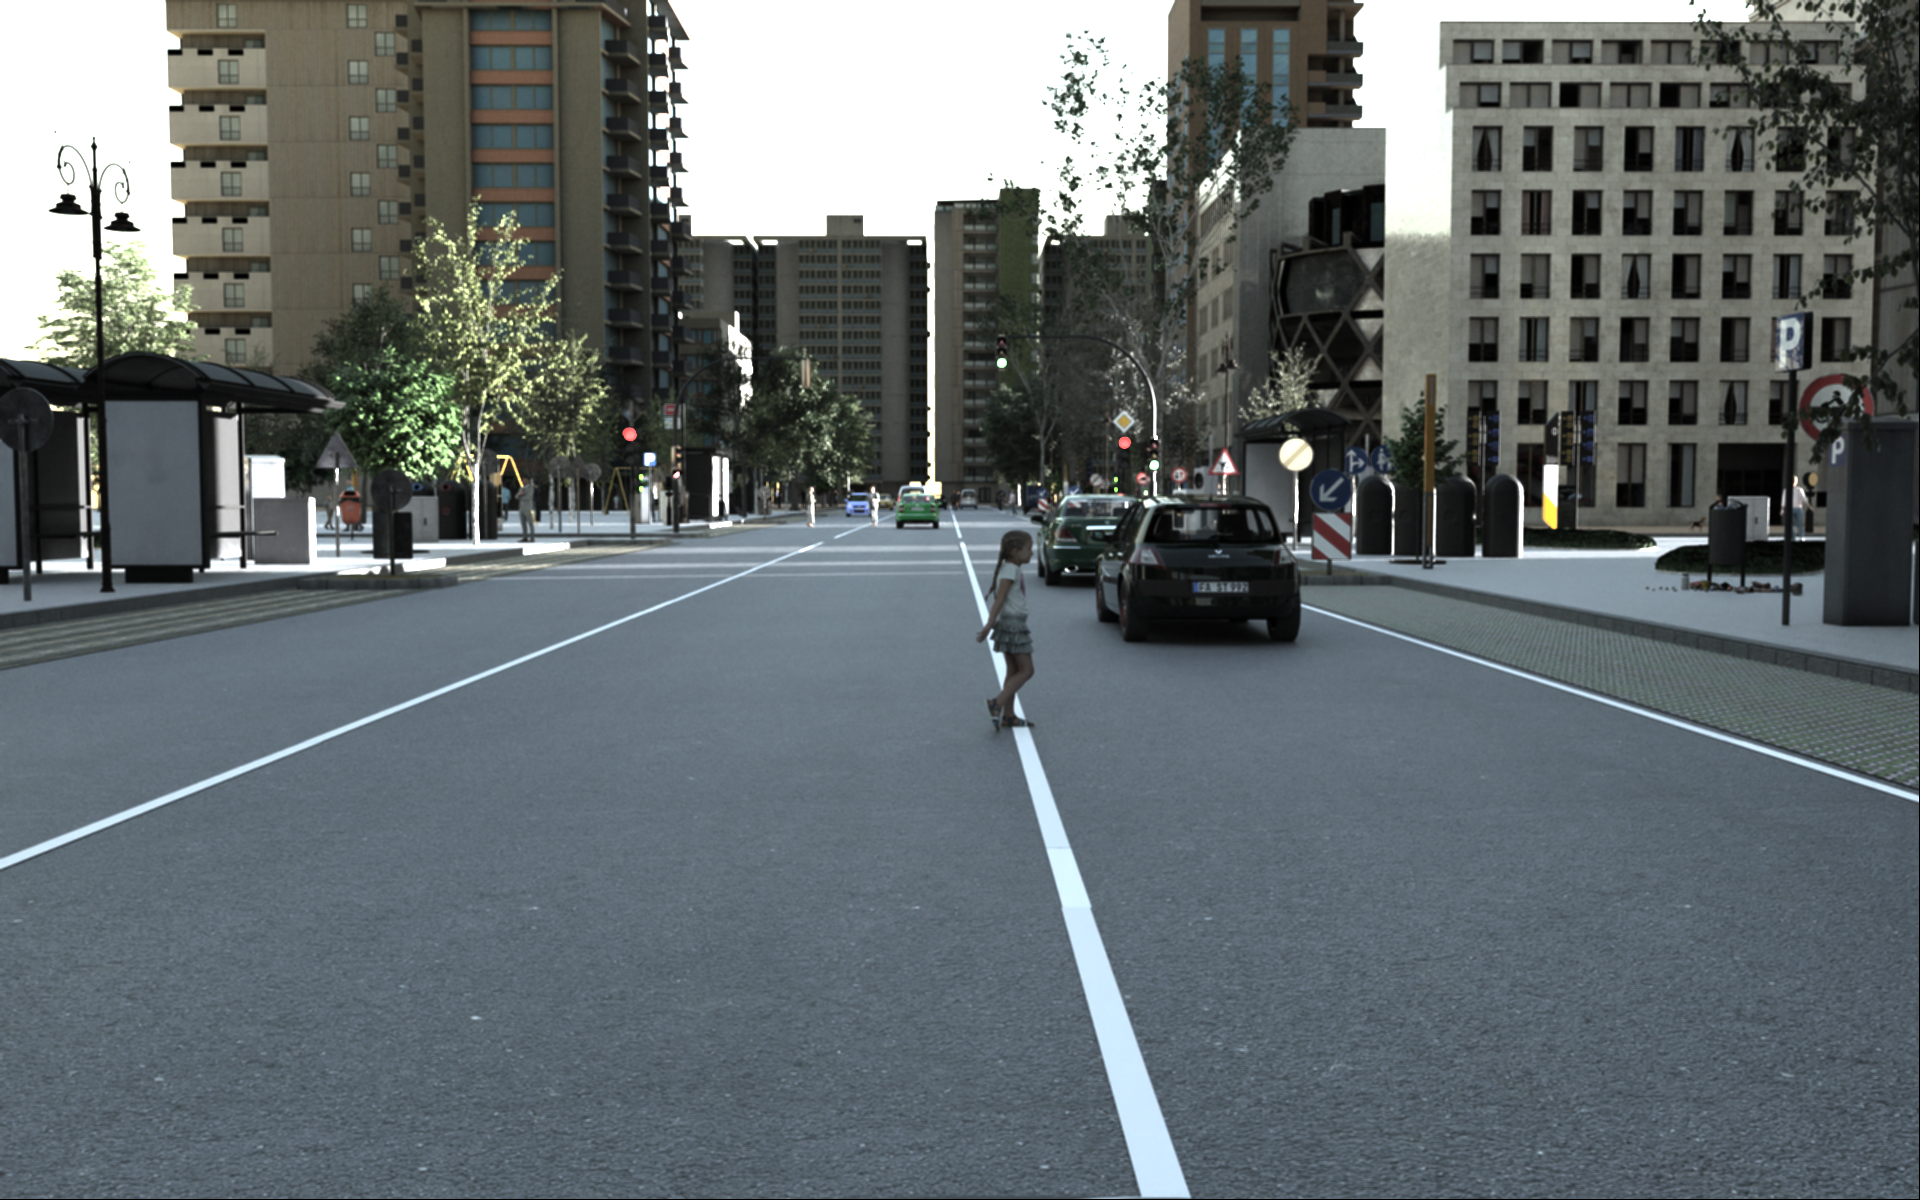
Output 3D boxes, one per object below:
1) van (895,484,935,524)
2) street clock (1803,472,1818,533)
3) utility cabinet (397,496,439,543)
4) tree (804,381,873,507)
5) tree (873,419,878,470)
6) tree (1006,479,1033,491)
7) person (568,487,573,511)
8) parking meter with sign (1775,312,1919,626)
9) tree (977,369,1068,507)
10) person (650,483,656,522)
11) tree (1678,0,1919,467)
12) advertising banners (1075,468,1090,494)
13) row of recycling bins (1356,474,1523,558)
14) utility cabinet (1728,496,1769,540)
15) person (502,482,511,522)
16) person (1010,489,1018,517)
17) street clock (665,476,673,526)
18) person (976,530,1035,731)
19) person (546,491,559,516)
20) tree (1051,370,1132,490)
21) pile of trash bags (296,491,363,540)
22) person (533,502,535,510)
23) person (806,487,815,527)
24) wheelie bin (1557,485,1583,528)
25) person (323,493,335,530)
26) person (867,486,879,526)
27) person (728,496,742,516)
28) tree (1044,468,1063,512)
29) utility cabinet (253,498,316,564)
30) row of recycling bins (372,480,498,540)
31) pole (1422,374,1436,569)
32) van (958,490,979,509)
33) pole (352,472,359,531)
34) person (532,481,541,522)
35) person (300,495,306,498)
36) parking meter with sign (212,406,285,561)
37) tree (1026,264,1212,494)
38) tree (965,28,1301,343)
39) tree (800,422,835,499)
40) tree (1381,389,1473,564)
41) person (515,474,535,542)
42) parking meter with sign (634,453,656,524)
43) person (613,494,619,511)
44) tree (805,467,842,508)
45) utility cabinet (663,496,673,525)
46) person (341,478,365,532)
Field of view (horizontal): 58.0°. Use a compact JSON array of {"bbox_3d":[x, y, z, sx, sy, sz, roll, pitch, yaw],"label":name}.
[{"bbox_3d":[-2.232,-4.766,84.934,2.013,2.044,4.112,0,4,1],"label":"van"},{"bbox_3d":[28.201,-3.235,57.465,0.471,2.002,0.358,-2,4,-24],"label":"street clock"},{"bbox_3d":[-14.352,-2.123,45.877,1.020,1.237,0.306,-1,4,-12],"label":"utility cabinet"},{"bbox_3d":[-13.103,-15.639,173.829,7.486,12.596,7.792,0,3,0],"label":"tree"},{"bbox_3d":[-12.892,-17.060,197.064,7.486,12.596,7.792,0,3,0],"label":"tree"},{"bbox_3d":[7.162,-13.734,208.267,4.285,4.588,4.351,0,3,0],"label":"tree"},{"bbox_3d":[-28.893,-7.527,129.085,0.580,1.828,0.573,1,4,15],"label":"person"},{"bbox_3d":[8.907,-1.262,16.887,1.738,3.016,0.543,0,4,-2],"label":"parking meter with sign"},{"bbox_3d":[6.551,-16.596,177.998,9.857,13.997,8.962,0,3,0],"label":"tree"},{"bbox_3d":[-14.111,-4.427,78.604,0.537,1.800,0.526,1,4,11],"label":"person"},{"bbox_3d":[8.402,-3.900,14.120,4.360,8.622,3.978,0,3,0],"label":"tree"},{"bbox_3d":[8.283,-7.401,117.195,0.090,3.025,2.074,-2,4,-24],"label":"advertising banners"},{"bbox_3d":[9.925,-1.767,36.000,3.534,1.692,1.069,2,4,34],"label":"row of recycling bins"},{"bbox_3d":[21.841,-2.254,48.009,1.020,1.237,0.306,1,4,13],"label":"utility cabinet"},{"bbox_3d":[-20.975,-4.501,79.647,0.660,1.820,0.620,-3,4,-37],"label":"person"},{"bbox_3d":[3.438,-6.181,110.232,0.598,1.740,0.731,-2,4,-26],"label":"person"},{"bbox_3d":[-11.853,-4.037,70.567,0.358,2.002,0.471,0,4,-7],"label":"street clock"},{"bbox_3d":[0.264,0.176,10.641,0.382,1.210,0.505,0,4,-6],"label":"person"},{"bbox_3d":[-24.338,-5.914,103.482,0.760,1.731,0.466,-2,4,-26],"label":"person"},{"bbox_3d":[7.354,-9.410,104.223,4.360,8.622,3.978,0,3,0],"label":"tree"},{"bbox_3d":[-18.139,-2.301,47.368,3.447,1.369,1.912,-1,4,-14],"label":"pile of trash bags"},{"bbox_3d":[-28.442,-6.328,115.001,1.012,1.151,0.738,0,4,7],"label":"person"},{"bbox_3d":[-6.567,-4.123,76.454,0.362,1.759,0.519,-2,4,-24],"label":"person"},{"bbox_3d":[21.150,-3.205,60.307,0.980,1.594,0.693,1,4,21],"label":"wheelie bin"},{"bbox_3d":[-22.679,-3.184,62.366,0.640,1.303,0.475,2,4,28],"label":"person"},{"bbox_3d":[-3.946,-4.220,77.702,0.606,1.804,0.583,1,4,17],"label":"person"},{"bbox_3d":[-13.264,-5.716,99.714,1.509,1.804,0.699,-1,4,-17],"label":"person"},{"bbox_3d":[6.873,-7.985,125.159,1.663,3.219,1.824,0,3,0],"label":"tree"},{"bbox_3d":[-12.395,-1.262,31.789,1.020,1.237,0.306,0,4,-4],"label":"utility cabinet"},{"bbox_3d":[-14.904,-2.571,49.144,3.534,1.692,1.069,0,4,-1],"label":"row of recycling bins"},{"bbox_3d":[8.020,-2.187,29.599,0.158,3.312,0.155,0,3,0],"label":"pole"},{"bbox_3d":[0.813,-9.603,164.027,2.013,2.044,4.112,0,4,0],"label":"van"},{"bbox_3d":[-21.027,-4.058,60.189,0.158,3.312,0.155,0,3,0],"label":"pole"},{"bbox_3d":[-19.771,-4.605,80.702,0.474,1.900,0.648,0,4,-7],"label":"person"},{"bbox_3d":[-24.943,-3.376,65.918,0.373,1.253,0.362,1,4,12],"label":"person"},{"bbox_3d":[-13.565,-2.296,33.793,1.738,3.016,0.543,-3,5,-41],"label":"parking meter with sign"},{"bbox_3d":[8.514,-11.161,92.858,12.009,13.543,11.850,0,3,0],"label":"tree"},{"bbox_3d":[7.083,-13.197,71.658,12.611,20.169,13.585,0,3,0],"label":"tree"},{"bbox_3d":[-12.651,-12.060,147.539,4.360,8.622,3.978,0,3,0],"label":"tree"},{"bbox_3d":[8.614,-2.287,31.994,1.663,3.219,1.824,0,3,0],"label":"tree"},{"bbox_3d":[-11.558,-2.430,45.950,0.511,1.800,0.466,1,4,20],"label":"person"},{"bbox_3d":[-13.610,-4.767,74.208,0.543,3.016,1.738,-2,4,-32],"label":"parking meter with sign"},{"bbox_3d":[-26.050,-7.395,131.234,0.425,1.301,0.394,-2,4,-27],"label":"person"},{"bbox_3d":[-12.324,-10.524,155.777,4.285,4.588,4.351,0,3,0],"label":"tree"},{"bbox_3d":[-12.017,-3.725,72.069,0.306,1.237,1.020,-2,4,-33],"label":"utility cabinet"},{"bbox_3d":[-20.662,-3.239,58.867,0.748,1.841,0.638,-1,4,-13],"label":"person"}]
